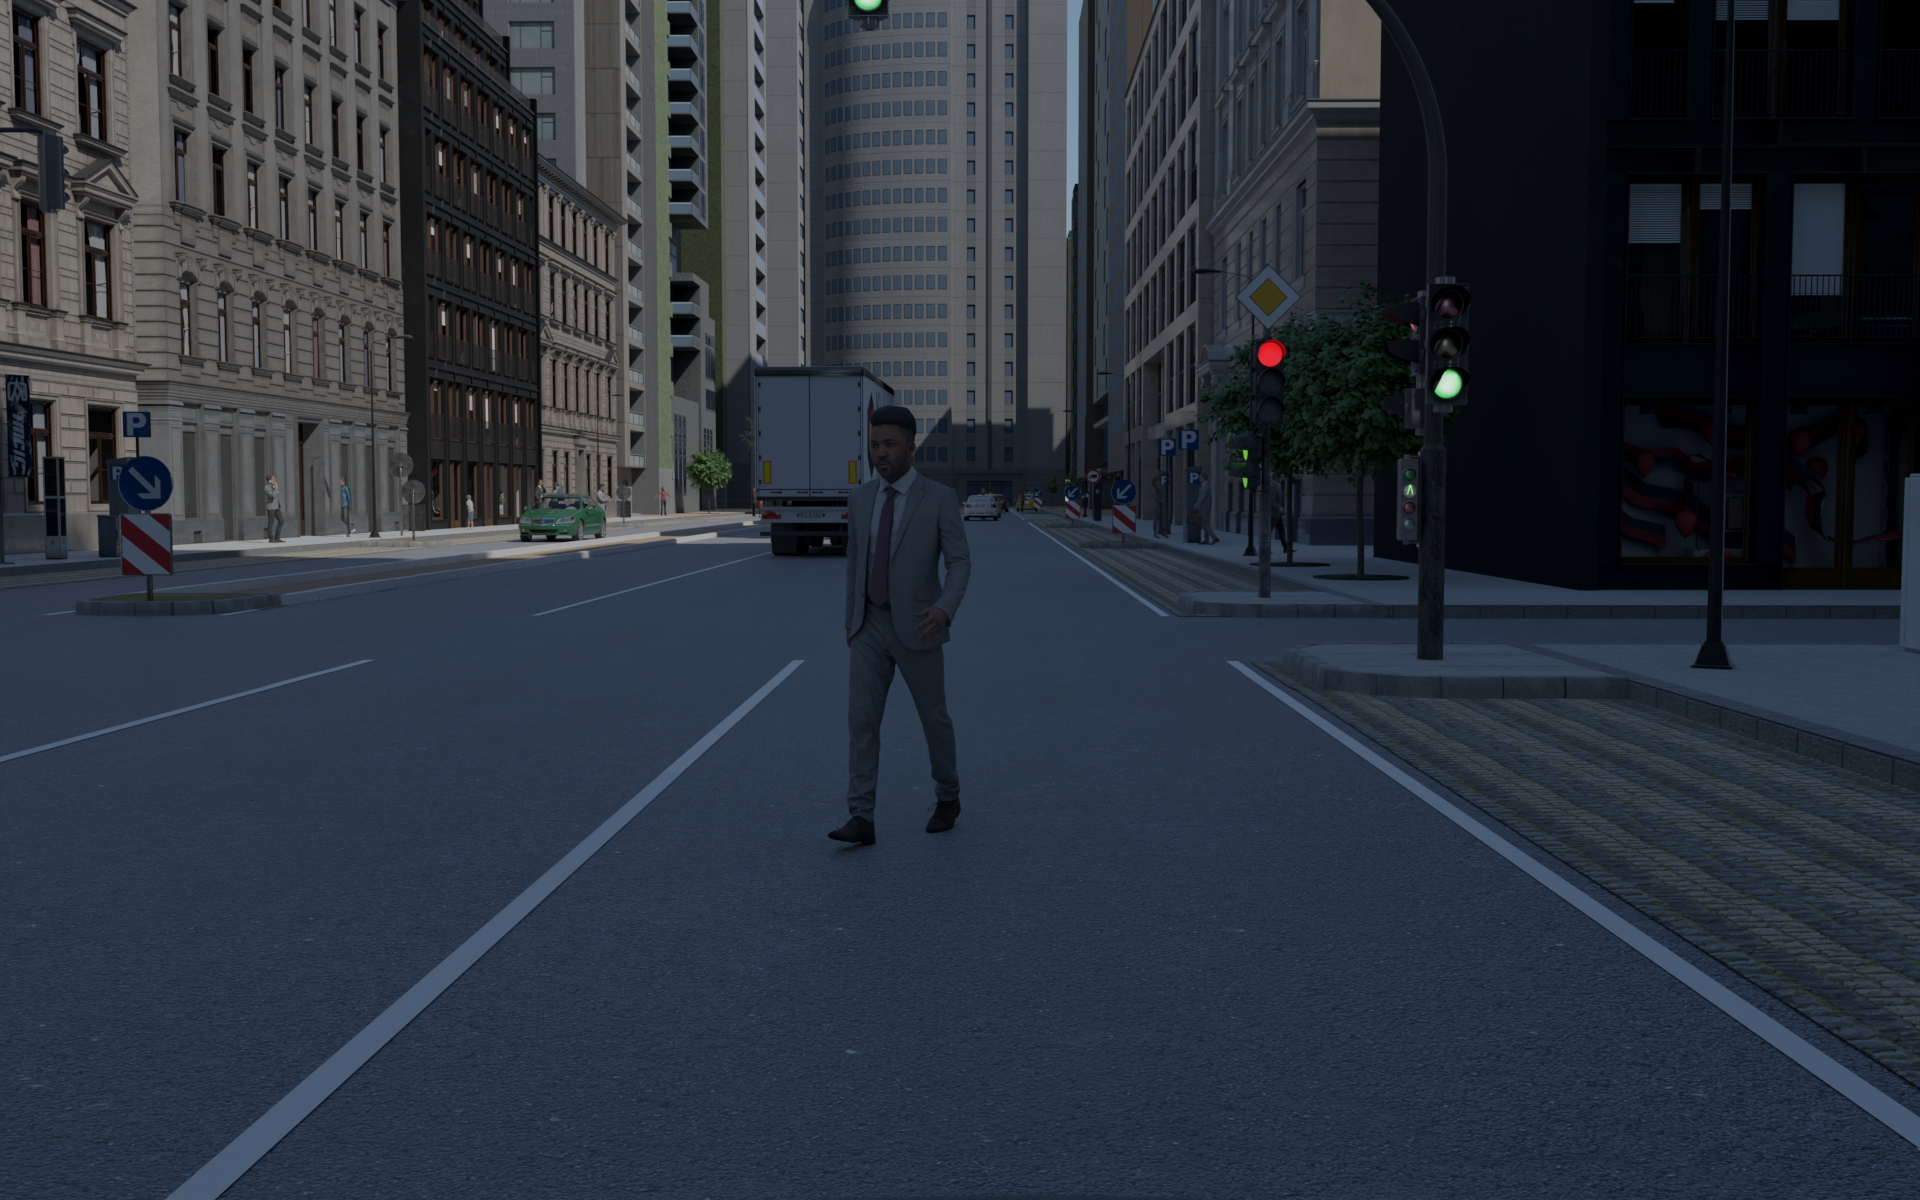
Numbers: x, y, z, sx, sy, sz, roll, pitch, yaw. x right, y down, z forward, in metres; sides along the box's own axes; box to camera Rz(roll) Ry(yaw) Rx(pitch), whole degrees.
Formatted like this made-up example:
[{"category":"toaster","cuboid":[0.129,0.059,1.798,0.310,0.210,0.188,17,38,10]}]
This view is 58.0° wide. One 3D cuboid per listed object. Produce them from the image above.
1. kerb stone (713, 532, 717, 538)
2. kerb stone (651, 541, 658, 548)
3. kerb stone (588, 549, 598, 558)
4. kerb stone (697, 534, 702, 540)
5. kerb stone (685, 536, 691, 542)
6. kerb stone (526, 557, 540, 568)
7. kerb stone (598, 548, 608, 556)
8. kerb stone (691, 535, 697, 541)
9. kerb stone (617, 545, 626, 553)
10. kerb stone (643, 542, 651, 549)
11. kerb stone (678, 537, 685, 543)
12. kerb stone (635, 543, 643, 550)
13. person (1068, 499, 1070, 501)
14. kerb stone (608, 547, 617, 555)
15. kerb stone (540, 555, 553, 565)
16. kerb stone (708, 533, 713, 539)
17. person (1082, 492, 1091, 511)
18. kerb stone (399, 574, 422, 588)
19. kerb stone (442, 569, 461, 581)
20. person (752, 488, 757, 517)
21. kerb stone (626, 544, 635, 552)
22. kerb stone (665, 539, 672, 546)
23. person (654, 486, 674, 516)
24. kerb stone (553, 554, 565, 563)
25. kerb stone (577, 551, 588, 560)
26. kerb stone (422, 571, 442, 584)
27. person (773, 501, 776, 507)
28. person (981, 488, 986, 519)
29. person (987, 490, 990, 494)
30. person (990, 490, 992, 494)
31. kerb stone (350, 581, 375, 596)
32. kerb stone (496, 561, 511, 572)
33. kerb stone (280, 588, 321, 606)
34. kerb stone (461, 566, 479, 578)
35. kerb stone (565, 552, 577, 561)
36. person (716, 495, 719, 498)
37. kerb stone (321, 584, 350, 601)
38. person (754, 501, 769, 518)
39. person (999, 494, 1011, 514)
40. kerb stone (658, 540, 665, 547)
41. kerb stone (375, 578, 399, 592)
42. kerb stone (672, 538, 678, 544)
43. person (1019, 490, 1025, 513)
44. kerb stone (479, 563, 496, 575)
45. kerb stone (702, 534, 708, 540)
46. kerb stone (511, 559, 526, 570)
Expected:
[{"category":"kerb stone","cuboid":[-8.139,-2.101,56.543,0.120,0.150,1.000,0,4,1]},{"category":"kerb stone","cuboid":[-8.294,-1.474,46.296,0.120,0.150,1.000,0,4,1]},{"category":"kerb stone","cuboid":[-8.413,-1.032,39.118,0.120,0.150,1.000,0,4,1]},{"category":"kerb stone","cuboid":[-8.178,-1.913,53.472,0.120,0.150,1.000,0,4,1]},{"category":"kerb stone","cuboid":[-8.216,-1.788,51.428,0.120,0.150,1.000,0,4,1]},{"category":"kerb stone","cuboid":[-8.483,-0.720,33.989,0.120,0.150,1.000,0,4,1]},{"category":"kerb stone","cuboid":[-8.391,-1.098,40.147,0.120,0.150,1.000,0,4,1]},{"category":"kerb stone","cuboid":[-8.199,-1.850,52.450,0.120,0.150,1.000,0,4,1]},{"category":"kerb stone","cuboid":[-8.362,-1.219,42.198,0.120,0.150,1.000,0,4,1]},{"category":"kerb stone","cuboid":[-8.311,-1.407,45.268,0.120,0.150,1.000,0,4,1]},{"category":"kerb stone","cuboid":[-8.236,-1.725,50.395,0.120,0.150,1.000,0,4,1]},{"category":"kerb stone","cuboid":[-8.328,-1.348,44.242,0.120,0.150,1.000,0,4,1]},{"category":"person","cuboid":[11.214,-10.288,176.799,0.705,1.814,1.350,-2,4,-24]},{"category":"kerb stone","cuboid":[-8.380,-1.161,41.176,0.120,0.150,1.000,0,4,1]},{"category":"kerb stone","cuboid":[-8.473,-0.784,35.017,0.120,0.150,1.000,0,4,1]},{"category":"kerb stone","cuboid":[-8.149,-2.038,55.518,0.120,0.150,1.000,0,4,1]},{"category":"person","cuboid":[7.770,-5.915,105.945,0.628,1.438,0.799,0,4,-7]},{"category":"kerb stone","cuboid":[-8.594,-0.279,26.823,0.120,0.150,1.000,0,4,1]},{"category":"kerb stone","cuboid":[-8.573,-0.406,28.867,0.120,0.150,1.000,0,4,1]},{"category":"person","cuboid":[-13.136,-6.244,110.732,0.705,1.807,1.348,-1,4,-12]},{"category":"kerb stone","cuboid":[-8.347,-1.286,43.220,0.120,0.150,1.000,0,4,1]},{"category":"kerb stone","cuboid":[-8.262,-1.597,48.351,0.120,0.150,1.000,0,4,1]},{"category":"person","cuboid":[-17.651,-5.901,103.248,1.217,1.743,0.721,-2,4,-29]},{"category":"kerb stone","cuboid":[-8.465,-0.847,36.049,0.120,0.150,1.000,0,4,1]},{"category":"kerb stone","cuboid":[-8.418,-0.970,38.096,0.120,0.150,1.000,0,4,1]},{"category":"kerb stone","cuboid":[-8.581,-0.346,27.845,0.120,0.150,1.000,0,4,1]},{"category":"person","cuboid":[-13.662,-7.204,129.470,0.628,1.438,0.799,0,4,7]},{"category":"person","cuboid":[1.371,-5.444,98.068,0.434,1.755,0.990,1,4,15]},{"category":"person","cuboid":[2.649,-9.120,157.621,0.705,1.822,1.348,1,4,10]},{"category":"person","cuboid":[2.692,-8.752,151.575,0.705,1.826,1.348,-1,4,-9]},{"category":"kerb stone","cuboid":[-8.638,-0.158,24.771,0.120,0.150,1.000,0,4,1]},{"category":"kerb stone","cuboid":[-8.523,-0.596,31.938,0.120,0.150,1.000,0,4,1]},{"category":"kerb stone","cuboid":[-8.667,-0.024,22.719,0.120,0.150,1.000,0,4,1]},{"category":"kerb stone","cuboid":[-8.544,-0.465,29.890,0.120,0.150,1.000,0,4,1]},{"category":"kerb stone","cuboid":[-8.442,-0.907,37.071,0.120,0.150,1.000,0,4,1]},{"category":"person","cuboid":[-21.333,-8.725,148.332,1.348,1.869,0.705,-1,4,-12]},{"category":"kerb stone","cuboid":[-8.644,-0.095,23.749,0.120,0.150,1.000,0,4,1]},{"category":"person","cuboid":[-12.111,-5.728,105.414,1.065,1.426,0.557,-3,4,-38]},{"category":"person","cuboid":[3.232,-7.061,127.208,1.065,1.426,0.557,0,4,4]},{"category":"kerb stone","cuboid":[-8.279,-1.534,47.329,0.120,0.150,1.000,0,4,1]},{"category":"kerb stone","cuboid":[-8.621,-0.220,25.797,0.120,0.150,1.000,0,4,1]},{"category":"kerb stone","cuboid":[-8.250,-1.661,49.373,0.120,0.150,1.000,0,4,1]},{"category":"person","cuboid":[4.663,-7.227,127.382,0.721,1.743,1.217,1,4,10]},{"category":"kerb stone","cuboid":[-8.530,-0.529,30.912,0.120,0.150,1.000,0,4,1]},{"category":"kerb stone","cuboid":[-8.161,-1.975,54.495,0.120,0.150,1.000,0,4,1]},{"category":"kerb stone","cuboid":[-8.504,-0.659,32.967,0.120,0.150,1.000,0,4,1]}]
